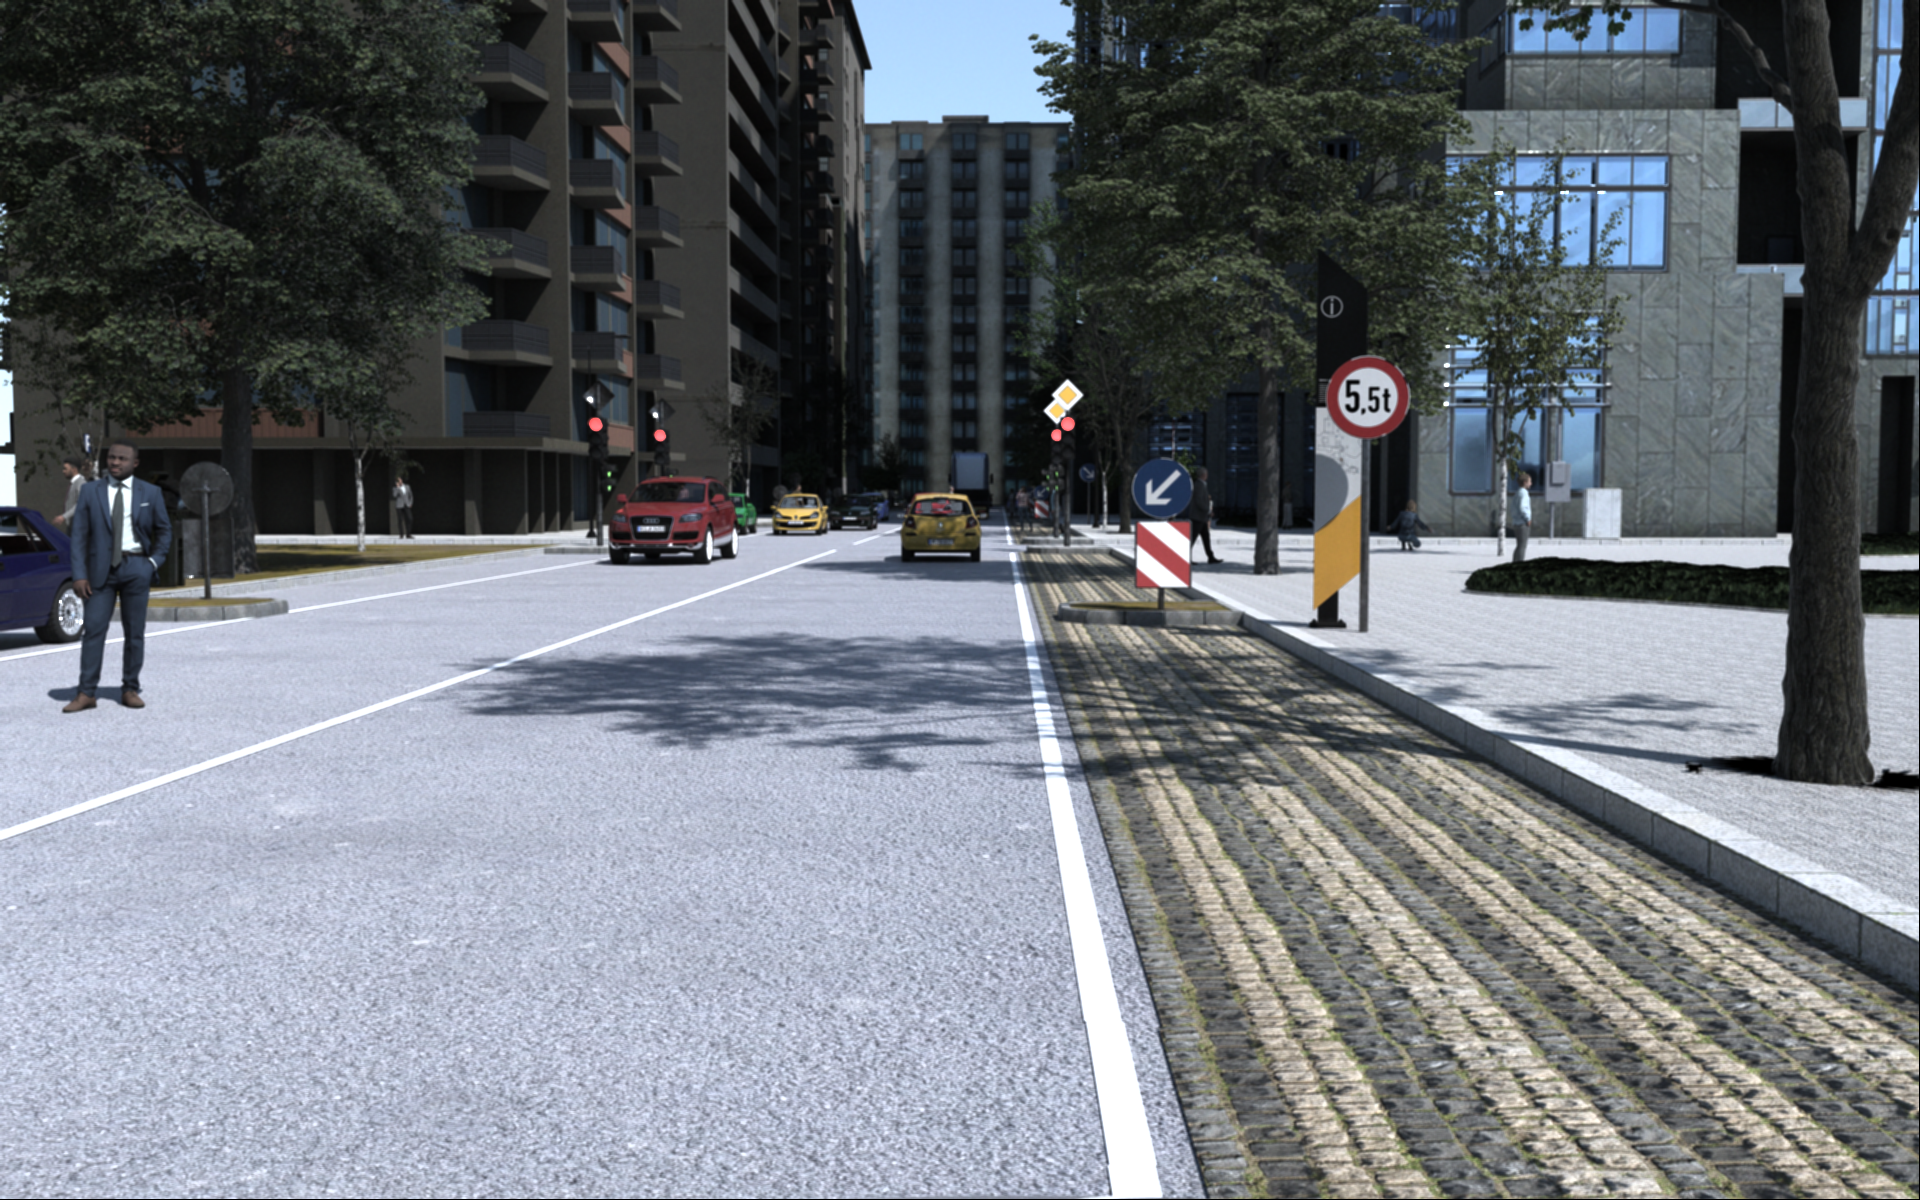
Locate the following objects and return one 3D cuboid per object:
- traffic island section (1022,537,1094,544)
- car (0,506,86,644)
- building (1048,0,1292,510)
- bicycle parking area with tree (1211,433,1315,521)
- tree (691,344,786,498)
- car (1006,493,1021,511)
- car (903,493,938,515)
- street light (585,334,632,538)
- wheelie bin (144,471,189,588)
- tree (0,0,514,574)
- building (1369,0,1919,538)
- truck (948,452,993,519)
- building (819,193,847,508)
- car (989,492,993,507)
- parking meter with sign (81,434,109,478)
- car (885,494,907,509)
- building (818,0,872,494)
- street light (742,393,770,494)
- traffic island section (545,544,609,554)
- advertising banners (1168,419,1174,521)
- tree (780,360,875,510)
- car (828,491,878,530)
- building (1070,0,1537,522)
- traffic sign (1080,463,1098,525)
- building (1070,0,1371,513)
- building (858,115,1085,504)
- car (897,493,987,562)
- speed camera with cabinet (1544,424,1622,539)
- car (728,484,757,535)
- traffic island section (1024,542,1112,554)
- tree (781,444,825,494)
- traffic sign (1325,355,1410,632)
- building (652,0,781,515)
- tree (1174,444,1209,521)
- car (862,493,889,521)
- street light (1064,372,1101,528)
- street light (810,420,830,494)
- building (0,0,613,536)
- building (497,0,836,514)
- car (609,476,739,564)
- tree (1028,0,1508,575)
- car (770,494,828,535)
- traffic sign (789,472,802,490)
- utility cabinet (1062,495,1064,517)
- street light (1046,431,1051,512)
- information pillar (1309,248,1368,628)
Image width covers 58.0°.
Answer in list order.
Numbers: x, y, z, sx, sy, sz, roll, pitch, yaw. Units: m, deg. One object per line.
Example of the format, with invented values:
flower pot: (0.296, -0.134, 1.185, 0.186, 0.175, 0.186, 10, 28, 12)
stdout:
traffic island section: (2.830, -1.721, 50.417, 2.009, 0.180, 2.903, 0, 4, 1)
car: (-9.411, -0.170, 15.358, 1.945, 1.354, 3.894, 0, 4, 1)
building: (20.793, -53.166, 181.942, 22.319, 86.520, 31.000, 0, 4, 1)
bicycle parking area with tree: (16.343, -5.929, 83.937, 9.016, 4.147, 8.231, 0, 4, 3)
tree: (-10.545, -8.170, 83.949, 4.360, 8.622, 3.978, 0, 3, 0)
car: (4.828, -8.295, 145.211, 1.945, 1.707, 3.694, 0, 4, 0)
car: (-1.097, -3.463, 65.667, 2.155, 1.783, 4.494, 0, 4, 0)
street light: (-10.238, -4.767, 50.482, 1.470, 5.913, 1.316, 0, 4, 1)
wheelie bin: (-11.048, -0.981, 23.945, 0.693, 1.594, 0.980, 0, 4, -5)
tree: (-11.797, -7.415, 27.893, 9.857, 13.997, 8.962, 0, 3, 0)
building: (29.219, -45.658, 59.185, 31.000, 86.520, 22.319, 0, 4, 1)
truck: (0.540, -7.115, 106.091, 2.967, 4.110, 18.799, 0, 4, 1)
building: (-18.270, -23.856, 161.739, 14.160, 30.474, 14.107, 0, 4, 1)
car: (2.530, -11.167, 191.245, 2.281, 1.827, 5.304, 0, 3, 0)
parking meter with sign: (-24.466, -3.304, 50.289, 1.738, 3.016, 0.543, 0, 4, -1)
car: (-5.965, -9.299, 161.816, 2.009, 1.686, 4.222, 0, 4, 1)
building: (-24.121, -36.451, 185.218, 27.495, 52.752, 28.713, 0, 4, 1)
street light: (-9.421, -6.540, 79.476, 1.470, 5.913, 1.316, 0, 4, 1)
traffic island section: (-8.895, -1.249, 42.707, 2.009, 0.180, 2.903, 0, 4, 1)
advertising banners: (4.840, -2.659, 39.659, 0.090, 3.025, 2.074, 1, 4, 10)
tree: (-9.704, -11.442, 121.489, 8.767, 10.594, 7.601, 1, 4, 15)
car: (-4.267, -3.657, 69.578, 2.009, 1.686, 4.222, 0, 4, 1)
building: (18.237, -48.292, 102.252, 22.319, 86.520, 31.000, 0, 4, 1)
traffic sign: (5.364, -4.405, 72.121, 0.768, 2.556, 0.104, 0, 4, 3)
building: (20.980, -51.233, 150.330, 22.319, 86.520, 31.000, 0, 4, 1)
building: (0.660, -36.832, 221.817, 30.456, 49.044, 23.786, 0, 4, 1)
car: (-0.400, -1.703, 38.060, 2.015, 1.641, 3.980, 0, 3, 0)
speed camera with cabinet: (17.705, -3.359, 49.253, 2.038, 3.252, 0.660, 1, 4, 12)
car: (-8.290, -3.230, 61.601, 1.959, 1.807, 4.718, 0, 4, 0)
traffic island section: (2.643, -1.233, 42.434, 2.009, 0.180, 2.903, 0, 4, 1)
tree: (-10.367, -8.024, 114.900, 4.285, 4.588, 4.351, 0, 3, 0)
traffic sign: (3.753, -0.974, 16.027, 0.768, 2.556, 0.104, 0, 4, 3)
building: (-22.325, -29.058, 98.808, 21.300, 48.544, 21.600, 0, 4, 1)
tree: (8.487, -4.386, 66.312, 1.663, 3.219, 1.824, 0, 3, 0)
car: (-4.728, -5.055, 92.239, 1.945, 1.707, 3.694, 0, 4, 2)
street light: (4.632, -5.697, 65.684, 1.470, 5.913, 1.316, 0, 4, 1)
street light: (-8.806, -8.319, 108.556, 1.470, 5.913, 1.316, 0, 4, 1)
building: (-22.957, -25.146, 65.757, 22.147, 44.769, 28.867, 0, 4, 1)
building: (-21.810, -29.681, 139.912, 22.147, 44.769, 28.867, 0, 4, 1)
car: (-6.044, -1.732, 36.986, 2.281, 1.827, 5.304, 0, 4, 2)
tree: (4.520, -6.688, 27.483, 7.486, 12.596, 7.792, 0, 3, 0)
car: (-5.638, -3.123, 61.281, 2.015, 1.641, 3.980, 0, 4, 0)
traffic sign: (-9.596, -6.162, 100.862, 0.768, 2.556, 0.104, 0, 4, 6)
utility cabinet: (5.991, -5.332, 98.336, 0.306, 1.237, 1.020, 1, 4, 13)
street light: (5.369, -7.470, 94.681, 1.470, 5.913, 1.316, 0, 4, 1)
information pillar: (3.620, -1.541, 16.546, 0.504, 3.616, 0.183, 1, 4, 9)
